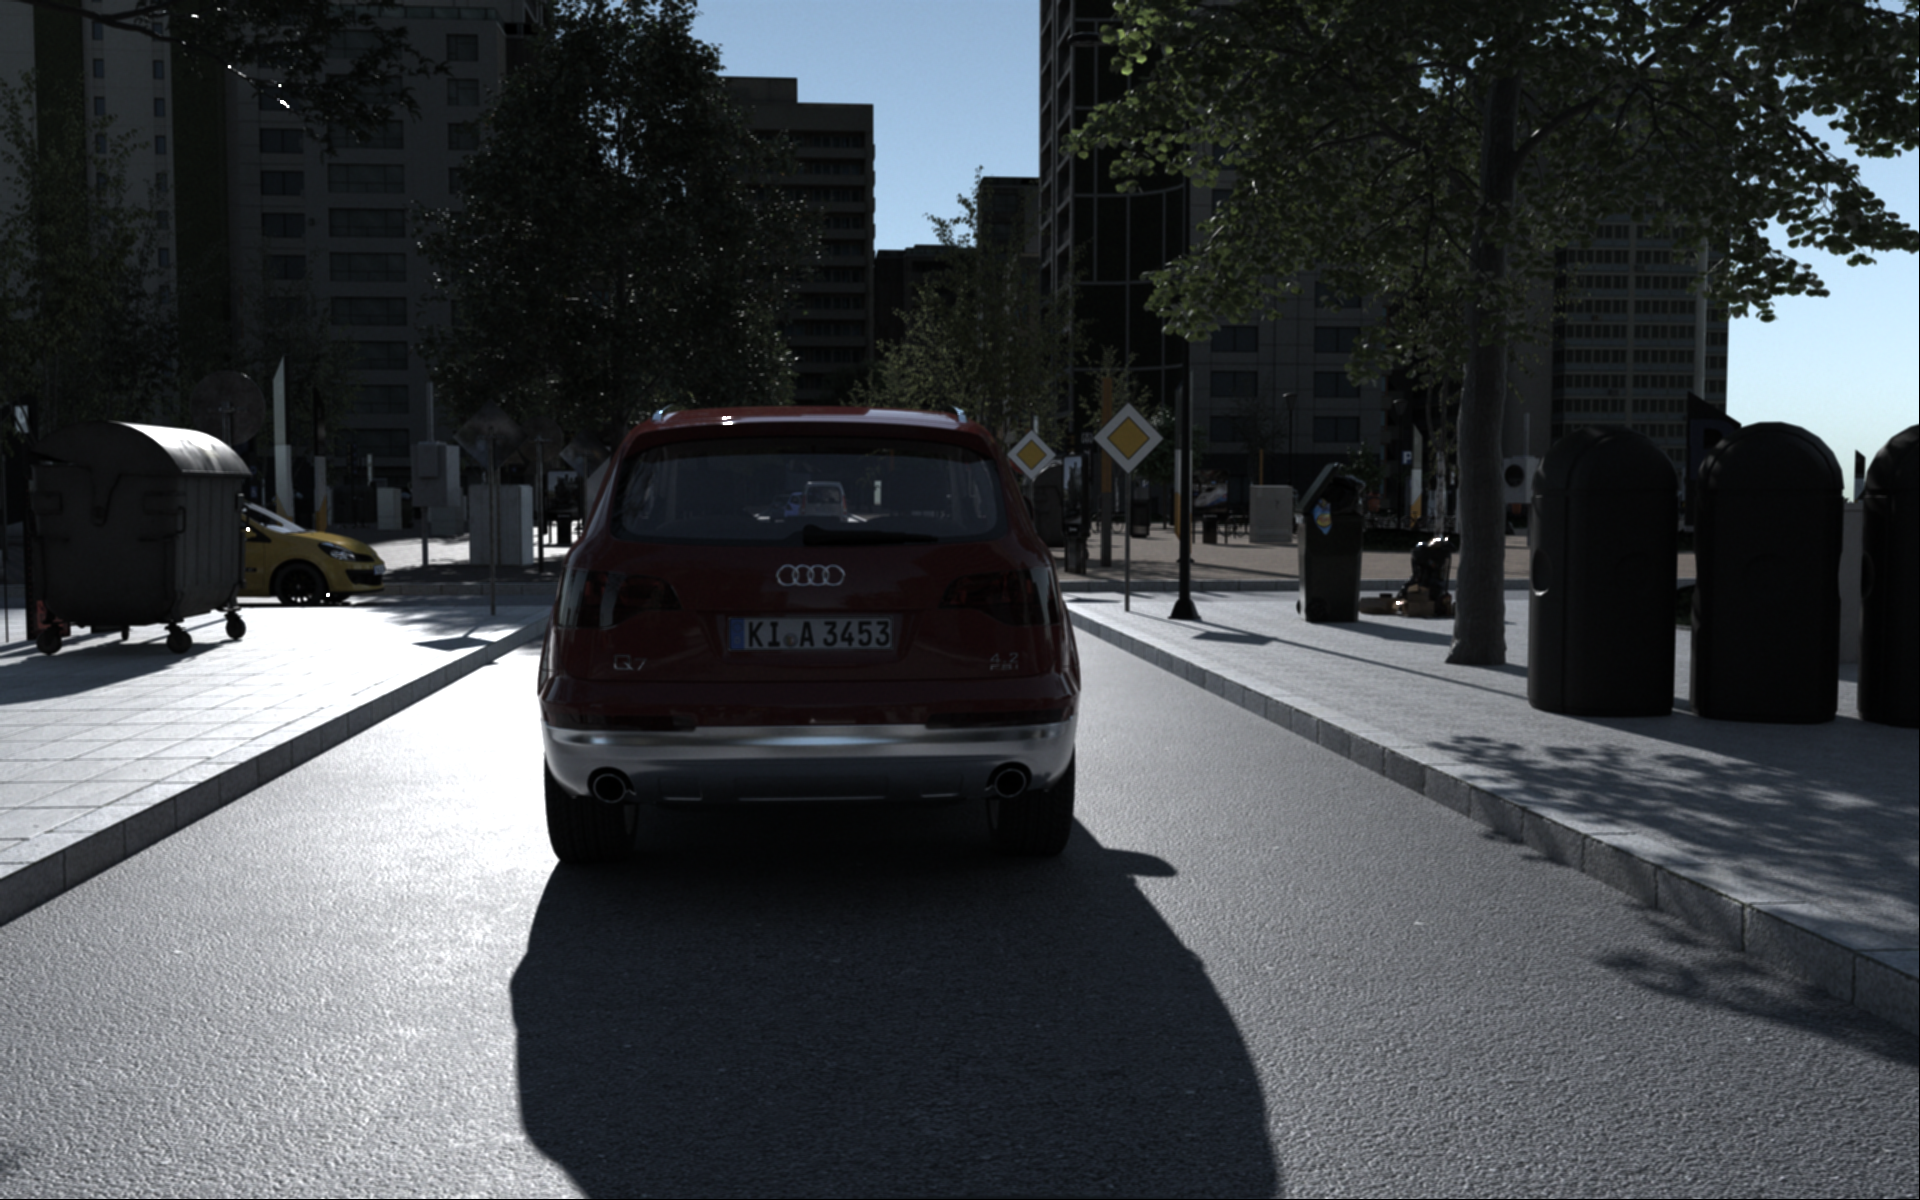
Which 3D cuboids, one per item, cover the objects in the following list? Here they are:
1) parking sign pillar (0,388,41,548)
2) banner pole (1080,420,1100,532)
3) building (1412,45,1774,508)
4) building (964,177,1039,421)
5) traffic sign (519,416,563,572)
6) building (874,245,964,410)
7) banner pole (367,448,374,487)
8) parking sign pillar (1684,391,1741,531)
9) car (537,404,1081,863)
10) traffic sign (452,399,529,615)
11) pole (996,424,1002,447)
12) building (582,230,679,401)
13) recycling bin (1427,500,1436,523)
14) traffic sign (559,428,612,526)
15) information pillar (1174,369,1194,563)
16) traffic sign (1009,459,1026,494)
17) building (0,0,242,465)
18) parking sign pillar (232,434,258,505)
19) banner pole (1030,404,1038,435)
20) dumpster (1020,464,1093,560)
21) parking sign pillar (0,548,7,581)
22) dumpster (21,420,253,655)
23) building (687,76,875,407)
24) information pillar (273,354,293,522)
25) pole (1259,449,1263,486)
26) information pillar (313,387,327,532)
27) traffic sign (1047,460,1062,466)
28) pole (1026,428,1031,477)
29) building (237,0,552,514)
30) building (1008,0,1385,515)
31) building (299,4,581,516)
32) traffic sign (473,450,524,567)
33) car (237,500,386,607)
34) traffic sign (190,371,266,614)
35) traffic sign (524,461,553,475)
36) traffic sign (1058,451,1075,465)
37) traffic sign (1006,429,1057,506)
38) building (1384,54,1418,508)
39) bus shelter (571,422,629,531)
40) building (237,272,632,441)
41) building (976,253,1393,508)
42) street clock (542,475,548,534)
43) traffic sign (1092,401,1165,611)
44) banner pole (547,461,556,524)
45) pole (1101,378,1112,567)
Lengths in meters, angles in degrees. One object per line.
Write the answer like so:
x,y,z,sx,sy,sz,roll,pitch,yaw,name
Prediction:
-24.025,-3.388,43.869,1.447,3.967,1.447,-1,4,-20,parking sign pillar
4.481,-4.217,58.965,0.863,3.779,0.401,1,4,14,banner pole
53.090,-28.401,156.242,23.993,40.220,32.217,0,4,-5,building
8.352,-23.792,160.692,14.160,30.474,14.107,0,4,-5,building
-6.870,-1.726,28.326,0.768,2.556,0.104,0,4,3,traffic sign
-3.011,-26.421,203.679,14.107,30.474,14.160,0,4,-5,building
-32.091,-6.388,94.455,0.863,3.779,0.401,3,5,42,banner pole
19.552,-3.454,44.952,1.447,3.967,1.447,1,4,18,parking sign pillar
-0.701,0.021,8.329,2.281,1.827,5.304,0,4,-5,car
-4.943,-0.896,18.285,0.795,2.450,0.064,0,4,-5,traffic sign
1.141,-3.477,50.691,0.158,3.312,0.155,0,3,0,pole
-44.340,-31.619,208.857,23.993,40.220,32.217,0,4,-5,building
20.595,-3.903,76.368,0.722,1.027,0.722,-2,4,-24,recycling bin
-5.667,-1.382,26.238,0.795,2.450,0.064,0,4,-5,traffic sign
4.185,-2.510,32.386,0.183,3.616,0.504,3,5,39,information pillar
1.607,-2.643,43.314,0.768,2.556,0.104,0,4,4,traffic sign
-72.918,-37.156,149.497,28.212,58.520,21.231,0,4,-5,building
-21.748,-3.876,51.850,1.447,3.967,1.447,1,4,10,parking sign pillar
2.077,-3.572,48.427,0.401,3.779,0.863,1,4,19,banner pole
1.931,-1.757,34.480,1.264,1.857,1.865,0,4,-5,dumpster
-14.814,-2.253,25.308,1.447,3.967,1.447,-1,4,-20,parking sign pillar
-6.845,-0.535,14.514,1.264,1.857,1.865,0,4,-5,dumpster
-21.164,-35.582,205.470,21.600,48.544,21.300,0,4,-5,building
-11.453,-2.322,29.318,0.183,3.616,0.504,-3,5,-43,information pillar
13.664,-5.185,78.624,0.158,3.312,0.155,0,3,0,pole
-14.054,-2.855,38.032,0.183,3.616,0.504,0,4,-1,information pillar
2.825,-3.021,51.526,0.606,2.300,0.079,0,4,0,traffic sign
2.114,-3.656,53.626,0.158,3.312,0.155,0,3,0,pole
-37.409,-41.842,122.373,20.563,71.187,20.611,0,4,-5,building
14.525,-41.262,112.886,20.563,71.187,20.611,0,4,-5,building
-31.366,-20.493,106.766,14.160,30.474,14.107,0,4,-5,building
-8.053,-1.848,30.218,0.884,2.594,0.081,0,4,-3,traffic sign
-9.456,-0.731,22.180,3.980,1.641,2.015,0,4,-5,car
-7.569,-1.090,17.921,0.768,2.556,0.104,0,4,-3,traffic sign
-11.464,-2.893,47.304,0.884,2.594,0.081,0,4,-4,traffic sign
2.992,-2.755,46.227,0.795,2.450,0.064,0,4,-1,traffic sign
1.102,-1.418,26.831,0.795,2.450,0.064,0,4,-5,traffic sign
29.960,-32.717,158.626,21.600,48.544,21.300,0,4,-5,building
-10.104,-3.504,51.208,2.014,3.302,5.546,0,4,-5,bus shelter
-43.173,-18.672,150.321,28.899,21.520,27.650,0,4,-5,building
16.513,-18.028,139.803,27.650,21.520,28.899,0,4,-5,building
-13.439,-3.142,55.943,0.358,2.002,0.471,-2,4,-25,street clock
1.825,-0.932,18.878,0.795,2.450,0.064,0,4,-5,traffic sign
-17.593,-5.122,73.754,0.401,3.779,0.863,2,4,28,banner pole
2.575,-2.240,30.467,0.158,3.312,0.155,0,3,0,pole
